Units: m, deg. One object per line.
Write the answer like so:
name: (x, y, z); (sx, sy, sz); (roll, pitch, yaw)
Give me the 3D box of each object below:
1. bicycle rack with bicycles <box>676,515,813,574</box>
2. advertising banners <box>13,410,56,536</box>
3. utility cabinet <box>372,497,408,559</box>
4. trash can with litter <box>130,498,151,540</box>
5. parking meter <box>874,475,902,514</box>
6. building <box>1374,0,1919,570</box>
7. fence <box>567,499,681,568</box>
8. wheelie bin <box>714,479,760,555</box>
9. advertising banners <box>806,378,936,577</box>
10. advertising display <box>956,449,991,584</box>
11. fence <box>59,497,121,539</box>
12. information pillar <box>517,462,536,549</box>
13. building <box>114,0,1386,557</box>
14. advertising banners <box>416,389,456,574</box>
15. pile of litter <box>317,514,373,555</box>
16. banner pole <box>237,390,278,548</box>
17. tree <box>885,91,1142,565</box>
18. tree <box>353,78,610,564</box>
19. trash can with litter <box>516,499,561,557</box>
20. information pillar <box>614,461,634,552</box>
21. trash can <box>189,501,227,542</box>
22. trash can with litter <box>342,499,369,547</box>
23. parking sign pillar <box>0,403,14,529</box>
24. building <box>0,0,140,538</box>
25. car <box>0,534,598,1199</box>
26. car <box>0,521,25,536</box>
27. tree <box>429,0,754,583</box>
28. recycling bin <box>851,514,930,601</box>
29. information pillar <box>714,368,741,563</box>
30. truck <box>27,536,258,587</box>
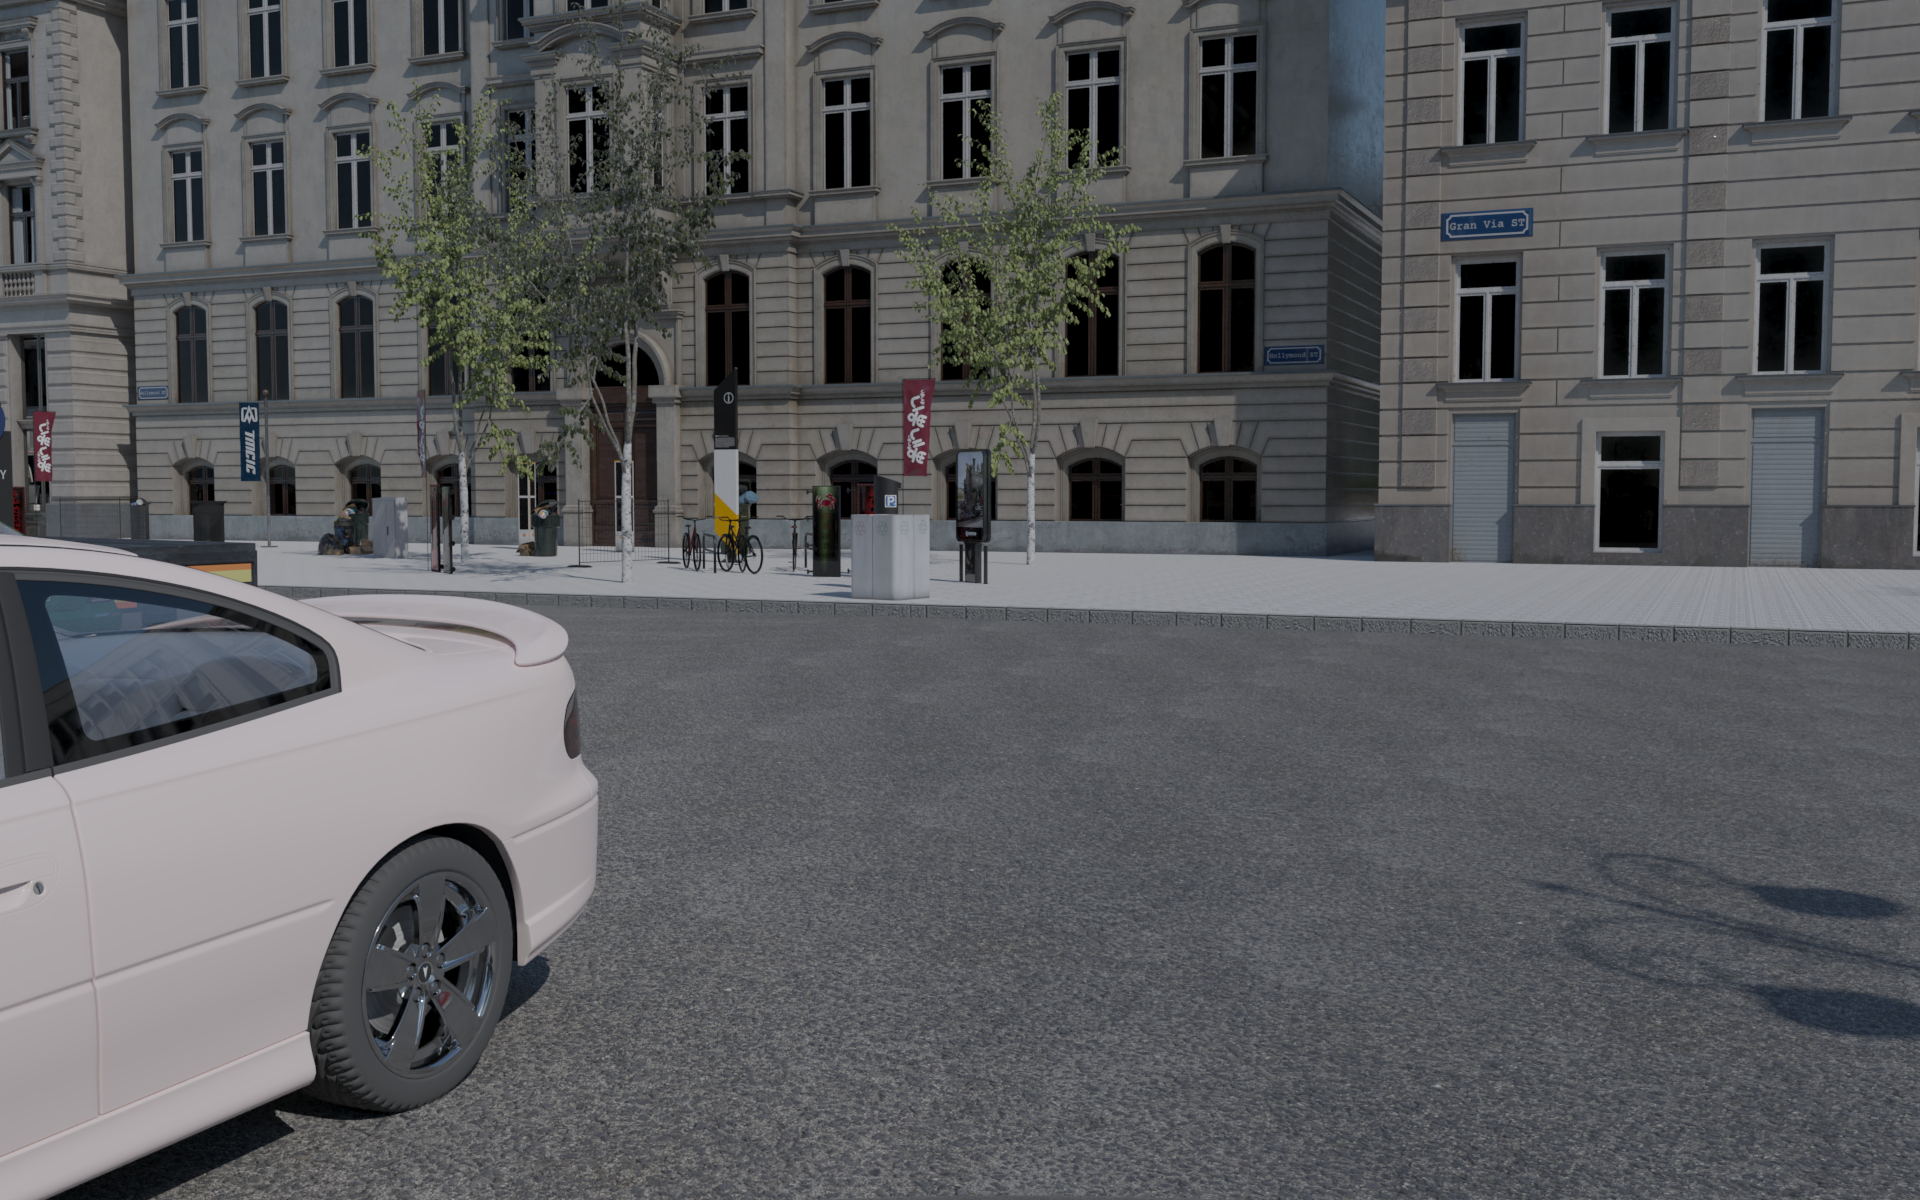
bicycle rack with bicycles: (-3.413, -0.947, 28.867); (2.852, 0.926, 2.925); (-1, 4, -13)
advertising banners: (-19.614, -2.424, 35.827); (0.090, 3.025, 2.074); (2, 4, 28)
utility cabinet: (-11.437, -1.442, 34.743); (0.306, 1.237, 1.020); (-3, 5, -43)
trash can with litter: (-14.691, -1.236, 31.269); (2.233, 1.210, 1.678); (2, 4, 35)
parking meter: (-0.965, -0.903, 23.169); (0.372, 1.533, 0.369); (0, 3, 0)
building: (21.236, -14.375, 32.288); (25.104, 27.353, 12.463); (2, 4, 24)
fence: (-6.009, -1.215, 31.065); (0.480, 1.192, 2.264); (3, 4, 38)
wheelie bin: (-4.757, -1.772, 36.886); (0.980, 1.594, 0.693); (0, 4, -4)
advertising banners: (-1.363, -1.852, 26.469); (2.074, 3.025, 0.090); (1, 4, 16)
advertising display: (0.191, -1.211, 25.015); (0.123, 1.923, 0.974); (-2, 4, -24)
fence: (-22.959, -2.111, 45.712); (2.264, 1.192, 0.480); (1, 4, 21)
information pillar: (-10.029, -2.179, 40.111); (0.304, 2.012, 0.304); (1, 4, 16)
building: (-5.847, -13.897, 46.295); (34.723, 24.649, 14.460); (2, 4, 24)
advertising banners: (-8.644, -1.976, 28.502); (0.090, 3.025, 2.074); (-2, 4, -31)
pile of litter: (-12.983, -1.412, 37.056); (1.719, 0.858, 1.176); (-3, 5, -41)
banner pole: (-16.882, -3.156, 41.623); (0.863, 3.779, 0.401); (0, 4, -5)
tree: (1.050, -4.947, 31.251); (4.737, 8.622, 4.395); (0, 3, 0)
tree: (-8.843, -4.958, 31.424); (4.737, 8.622, 4.395); (0, 3, 0)
trash can with litter: (-8.726, -1.483, 35.642); (1.055, 1.170, 0.624); (2, 4, 34)
information pillar: (-7.407, -2.063, 38.228); (0.304, 2.012, 0.304); (2, 4, 24)
trash can: (-15.758, -1.510, 36.337); (0.748, 1.137, 0.748); (0, 3, 0)
trash can with litter: (-13.746, -1.700, 39.185); (0.624, 1.170, 1.055); (-2, 4, -32)
parking sign pillar: (-19.353, -2.786, 34.029); (1.447, 3.967, 1.447); (2, 4, 24)
building: (-31.368, -13.903, 56.198); (19.941, 23.489, 11.050); (2, 4, 24)
car: (-2.590, 0.562, 3.169); (2.083, 1.381, 4.827); (1, 4, 23)
car: (-8.124, -0.016, 12.060); (4.920, 1.459, 2.131); (2, 4, 23)
tree: (-5.045, -4.558, 24.882); (4.360, 8.622, 3.978); (0, 3, 0)
recycling bin: (-0.854, -0.535, 21.296); (0.722, 1.027, 0.722); (3, 4, 36)
information pillar: (-4.350, -2.506, 32.324); (0.504, 3.616, 0.183); (1, 4, 23)
truck: (-16.108, -1.851, 20.023); (18.799, 4.110, 2.967); (2, 4, 24)
